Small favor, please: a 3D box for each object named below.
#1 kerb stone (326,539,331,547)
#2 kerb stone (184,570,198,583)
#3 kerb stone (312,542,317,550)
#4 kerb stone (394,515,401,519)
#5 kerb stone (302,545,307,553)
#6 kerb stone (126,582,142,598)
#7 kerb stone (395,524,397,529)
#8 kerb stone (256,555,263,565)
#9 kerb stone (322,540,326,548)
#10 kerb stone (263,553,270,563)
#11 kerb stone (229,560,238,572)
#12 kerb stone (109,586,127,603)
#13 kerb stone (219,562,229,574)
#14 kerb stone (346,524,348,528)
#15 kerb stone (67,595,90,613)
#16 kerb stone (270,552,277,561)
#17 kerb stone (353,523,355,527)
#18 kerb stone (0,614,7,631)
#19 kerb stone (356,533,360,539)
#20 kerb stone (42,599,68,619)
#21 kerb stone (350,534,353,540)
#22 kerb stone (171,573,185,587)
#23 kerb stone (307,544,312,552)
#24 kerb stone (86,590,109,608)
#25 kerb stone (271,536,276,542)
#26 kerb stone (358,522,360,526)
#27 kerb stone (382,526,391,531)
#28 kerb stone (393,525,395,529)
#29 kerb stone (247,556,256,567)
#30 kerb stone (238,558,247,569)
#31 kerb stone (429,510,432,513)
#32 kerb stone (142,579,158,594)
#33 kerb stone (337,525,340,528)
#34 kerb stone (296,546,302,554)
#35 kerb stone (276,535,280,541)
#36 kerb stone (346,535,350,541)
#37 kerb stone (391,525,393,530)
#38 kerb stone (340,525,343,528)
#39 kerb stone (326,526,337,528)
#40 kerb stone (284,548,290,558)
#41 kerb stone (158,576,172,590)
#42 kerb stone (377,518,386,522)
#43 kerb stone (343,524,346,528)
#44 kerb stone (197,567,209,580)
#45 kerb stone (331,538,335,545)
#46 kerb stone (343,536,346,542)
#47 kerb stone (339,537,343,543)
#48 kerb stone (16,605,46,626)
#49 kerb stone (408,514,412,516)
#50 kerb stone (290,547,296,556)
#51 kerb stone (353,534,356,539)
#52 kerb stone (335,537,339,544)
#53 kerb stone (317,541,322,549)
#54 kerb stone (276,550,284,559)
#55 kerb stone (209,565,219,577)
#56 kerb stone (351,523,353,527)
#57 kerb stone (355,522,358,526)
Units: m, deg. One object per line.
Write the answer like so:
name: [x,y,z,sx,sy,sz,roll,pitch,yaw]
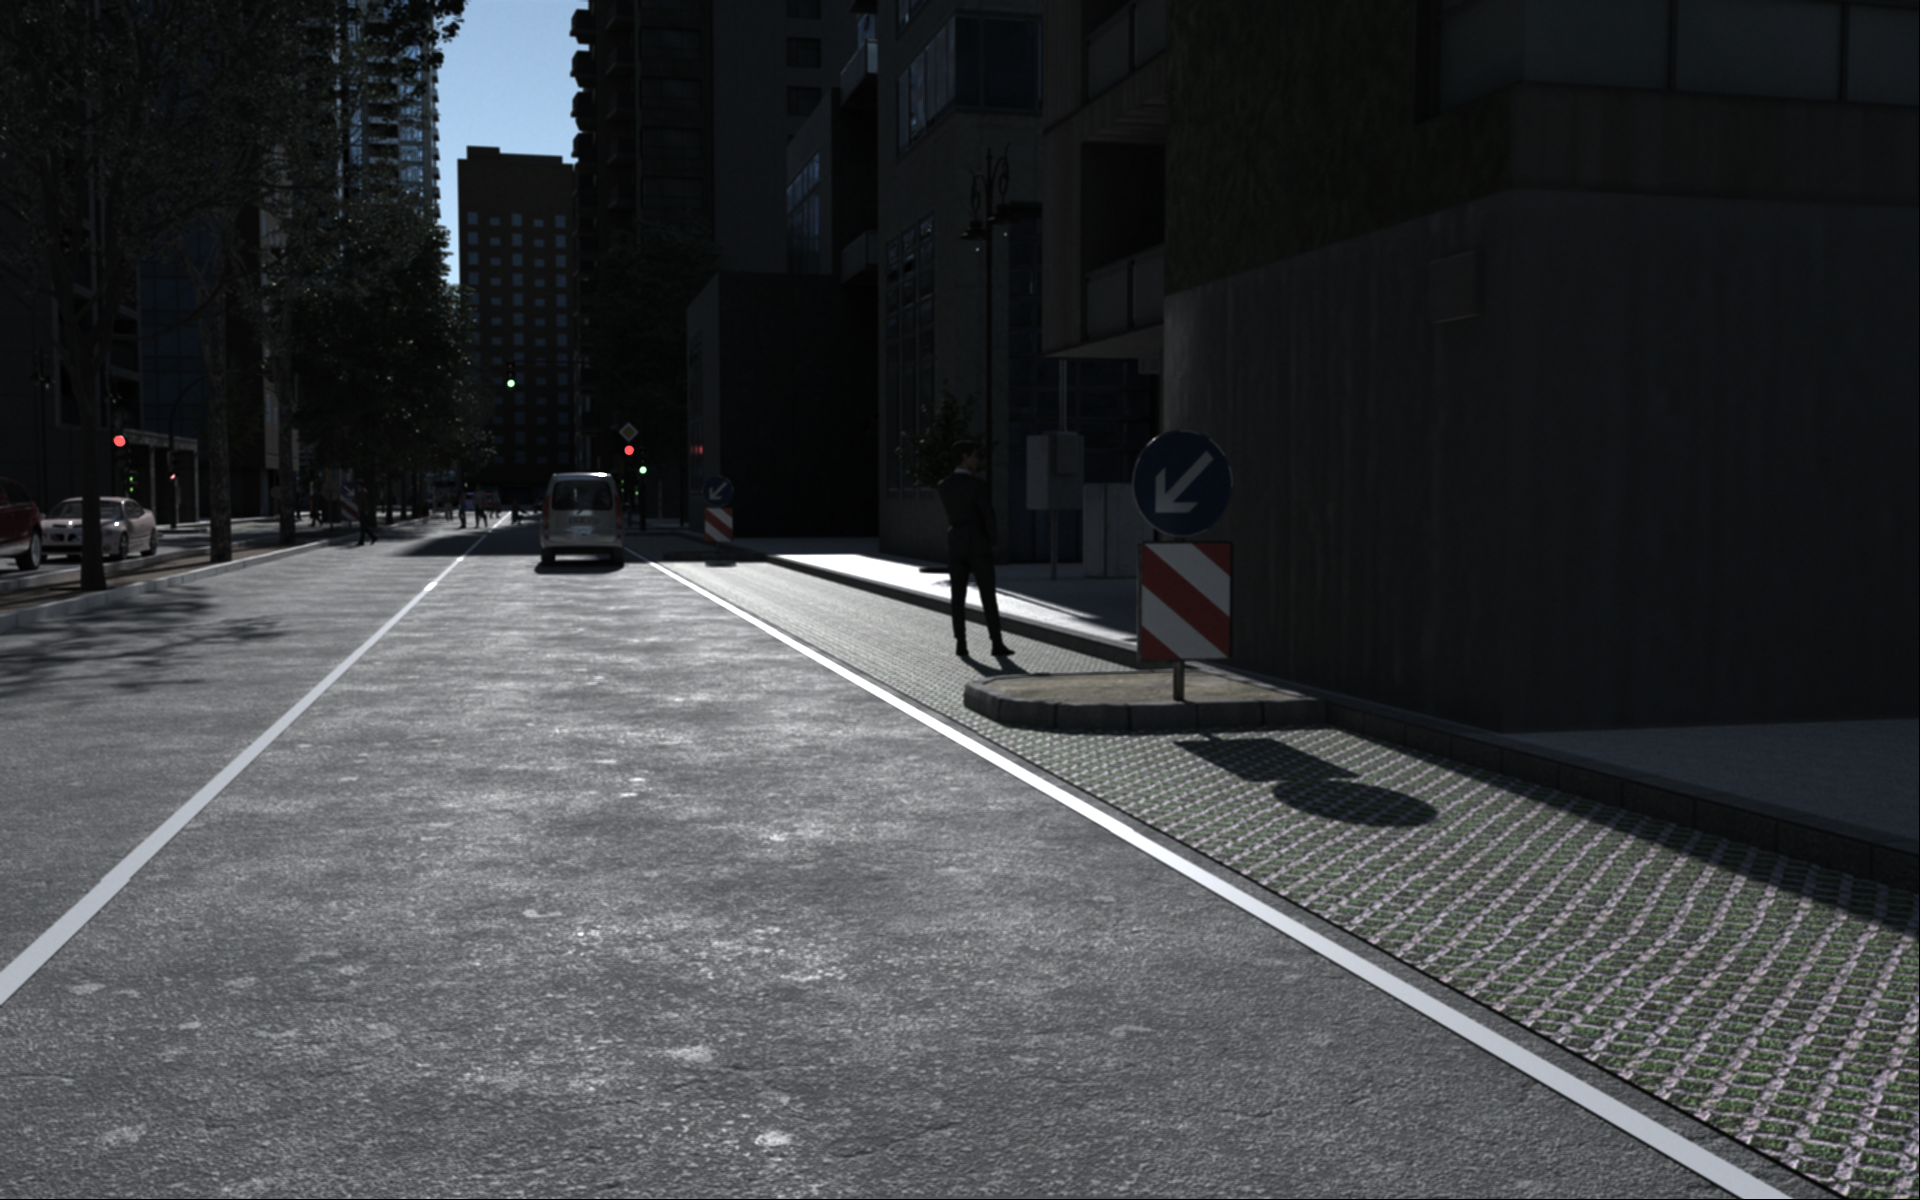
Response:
kerb stone: [-17.282,-1.518,47.042,0.120,0.150,1.000,-1,4,-14]
kerb stone: [-12.581,-0.360,28.121,0.120,0.150,1.000,-1,4,-14]
kerb stone: [-16.546,-1.337,44.058,0.120,0.150,1.000,-1,4,-14]
kerb stone: [-33.053,-4.864,101.768,0.120,0.150,1.000,-1,4,-14]
kerb stone: [-16.047,-1.216,42.072,0.120,0.150,1.000,-1,4,-14]
kerb stone: [-11.601,-0.118,24.128,0.120,0.150,1.000,-1,4,-14]
kerb stone: [-23.088,-2.950,70.432,0.120,0.150,1.000,-1,4,-14]
kerb stone: [-14.323,-0.790,35.110,0.120,0.150,1.000,-1,4,-14]
kerb stone: [-17.042,-1.458,46.041,0.120,0.150,1.000,-1,4,-14]
kerb stone: [-14.574,-0.844,36.108,0.120,0.150,1.000,-1,4,-14]
kerb stone: [-13.574,-0.604,32.110,0.120,0.150,1.000,-1,4,-14]
kerb stone: [-11.342,-0.055,23.139,0.120,0.150,1.000,-1,4,-14]
kerb stone: [-13.327,-0.545,31.103,0.120,0.150,1.000,-1,4,-14]
kerb stone: [-25.625,-3.041,71.928,0.120,0.150,1.000,-1,4,-14]
kerb stone: [-10.853,0.069,21.153,0.120,0.150,1.000,-1,4,-14]
kerb stone: [-14.816,-0.903,37.102,0.120,0.150,1.000,-1,4,-14]
kerb stone: [-26.370,-3.220,74.909,0.120,0.150,1.000,-1,4,-14]
kerb stone: [-10.109,0.247,18.175,0.120,0.150,1.000,-1,4,-14]
kerb stone: [-19.263,-2.006,55.012,0.120,0.150,1.000,-1,4,-14]
kerb stone: [-10.605,0.124,20.161,0.120,0.150,1.000,-1,4,-14]
kerb stone: [-18.768,-1.885,53.016,0.120,0.150,1.000,-1,4,-14]
kerb stone: [-12.335,-0.298,27.111,0.120,0.150,1.000,-1,4,-14]
kerb stone: [-16.294,-1.272,43.067,0.120,0.150,1.000,-1,4,-14]
kerb stone: [-11.100,0.003,22.146,0.120,0.150,1.000,-1,4,-14]
kerb stone: [-20.564,-1.794,51.535,0.120,0.150,1.000,-1,4,-14]
kerb stone: [-26.863,-3.346,76.904,0.120,0.150,1.000,-1,4,-14]
kerb stone: [-22.360,-2.765,67.450,0.120,0.150,1.000,-1,4,-14]
kerb stone: [-22.850,-2.887,69.435,0.120,0.150,1.000,-1,4,-14]
kerb stone: [-14.065,-0.728,34.105,0.120,0.150,1.000,-1,4,-14]
kerb stone: [-13.824,-0.667,33.101,0.120,0.150,1.000,-1,4,-14]
kerb stone: [-41.697,-6.998,136.605,0.120,0.150,1.000,-1,4,-14]
kerb stone: [-11.847,-0.179,25.122,0.120,0.150,1.000,-1,4,-14]
kerb stone: [-24.885,-2.859,68.945,0.120,0.150,1.000,-1,4,-14]
kerb stone: [-15.804,-1.155,41.079,0.120,0.150,1.000,-1,4,-14]
kerb stone: [-20.814,-1.855,52.531,0.120,0.150,1.000,-1,4,-14]
kerb stone: [-18.522,-1.820,52.018,0.120,0.150,1.000,-1,4,-14]
kerb stone: [-22.602,-2.829,68.443,0.120,0.150,1.000,-1,4,-14]
kerb stone: [-25.137,-2.918,69.940,0.120,0.150,1.000,-1,4,-14]
kerb stone: [-24.640,-2.798,67.943,0.120,0.150,1.000,-1,4,-14]
kerb stone: [-15.308,-1.034,39.094,0.120,0.150,1.000,-1,4,-14]
kerb stone: [-12.089,-0.232,26.115,0.120,0.150,1.000,-1,4,-14]
kerb stone: [-30.323,-4.195,90.826,0.120,0.150,1.000,-1,4,-14]
kerb stone: [-25.382,-2.981,70.935,0.120,0.150,1.000,-1,4,-14]
kerb stone: [-12.826,-0.422,29.115,0.120,0.150,1.000,-1,4,-14]
kerb stone: [-17.537,-1.579,48.044,0.120,0.150,1.000,-1,4,-14]
kerb stone: [-18.267,-1.763,51.028,0.120,0.150,1.000,-1,4,-14]
kerb stone: [-18.029,-1.703,50.034,0.120,0.150,1.000,-1,4,-14]
kerb stone: [-10.354,0.185,19.170,0.120,0.150,1.000,-1,4,-14]
kerb stone: [-35.768,-5.537,112.721,0.120,0.150,1.000,-1,4,-14]
kerb stone: [-15.554,-1.088,40.086,0.120,0.150,1.000,-1,4,-14]
kerb stone: [-19.021,-1.946,54.012,0.120,0.150,1.000,-1,4,-14]
kerb stone: [-17.775,-1.642,49.038,0.120,0.150,1.000,-1,4,-14]
kerb stone: [-16.796,-1.395,45.049,0.120,0.150,1.000,-1,4,-14]
kerb stone: [-15.063,-0.973,38.102,0.120,0.150,1.000,-1,4,-14]
kerb stone: [-13.084,-0.484,30.105,0.120,0.150,1.000,-1,4,-14]
kerb stone: [-26.125,-3.163,73.917,0.120,0.150,1.000,-1,4,-14]
kerb stone: [-26.613,-3.285,75.902,0.120,0.150,1.000,-1,4,-14]
